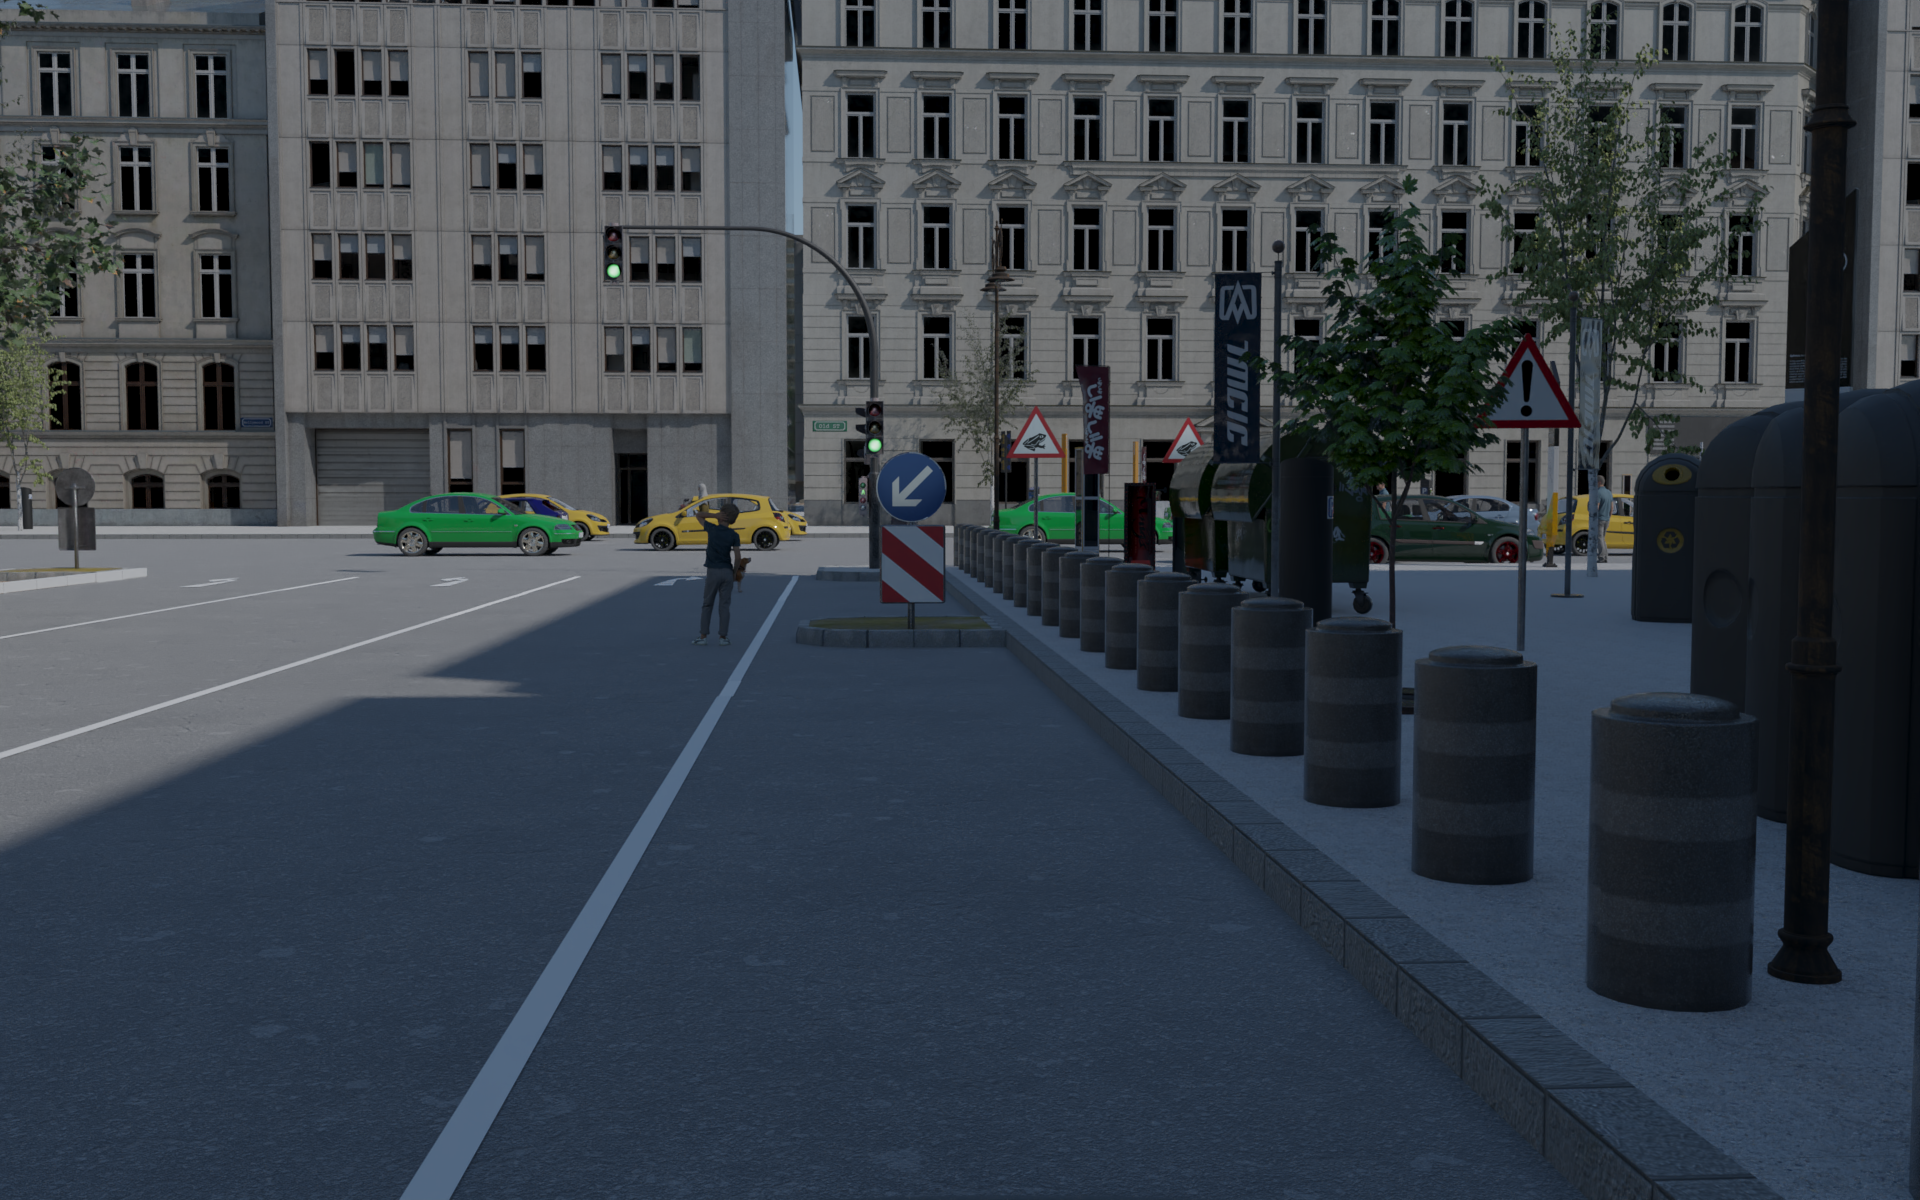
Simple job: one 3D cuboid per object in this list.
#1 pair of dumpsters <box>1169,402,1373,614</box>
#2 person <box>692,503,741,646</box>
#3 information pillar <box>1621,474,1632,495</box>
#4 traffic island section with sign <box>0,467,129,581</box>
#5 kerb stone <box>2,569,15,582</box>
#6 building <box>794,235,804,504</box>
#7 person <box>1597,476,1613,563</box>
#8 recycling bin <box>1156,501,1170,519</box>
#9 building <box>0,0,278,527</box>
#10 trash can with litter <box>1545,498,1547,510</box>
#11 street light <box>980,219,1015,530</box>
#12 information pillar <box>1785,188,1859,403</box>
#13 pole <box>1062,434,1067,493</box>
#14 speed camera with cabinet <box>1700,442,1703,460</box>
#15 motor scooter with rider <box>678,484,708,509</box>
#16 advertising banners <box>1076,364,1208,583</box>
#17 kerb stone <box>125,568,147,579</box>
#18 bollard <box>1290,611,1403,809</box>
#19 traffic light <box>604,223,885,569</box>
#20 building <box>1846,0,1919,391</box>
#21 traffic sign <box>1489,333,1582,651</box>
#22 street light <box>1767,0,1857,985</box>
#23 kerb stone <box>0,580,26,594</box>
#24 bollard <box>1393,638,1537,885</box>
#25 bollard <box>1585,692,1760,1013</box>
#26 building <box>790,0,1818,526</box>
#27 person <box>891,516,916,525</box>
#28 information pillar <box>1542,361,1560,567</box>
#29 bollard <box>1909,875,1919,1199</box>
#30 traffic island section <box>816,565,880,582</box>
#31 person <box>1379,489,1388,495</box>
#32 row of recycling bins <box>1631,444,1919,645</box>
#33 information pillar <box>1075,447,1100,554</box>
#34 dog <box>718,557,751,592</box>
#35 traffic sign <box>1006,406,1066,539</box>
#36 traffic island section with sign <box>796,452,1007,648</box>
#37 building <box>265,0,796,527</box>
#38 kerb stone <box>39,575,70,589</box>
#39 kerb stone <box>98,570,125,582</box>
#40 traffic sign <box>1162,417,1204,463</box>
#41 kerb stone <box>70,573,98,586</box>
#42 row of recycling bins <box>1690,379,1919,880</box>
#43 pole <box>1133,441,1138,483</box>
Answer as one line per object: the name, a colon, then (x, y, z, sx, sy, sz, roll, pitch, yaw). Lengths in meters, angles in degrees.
pair of dumpsters: (3.644, -1.098, 20.445, 1.574, 2.255, 4.437, 0, 4, -4)
person: (-2.314, -0.247, 16.441, 0.435, 1.345, 0.340, -1, 4, -19)
information pillar: (24.897, -3.686, 64.751, 0.304, 2.012, 0.304, 0, 4, 8)
traffic island section with sign: (-15.148, -1.285, 29.153, 2.006, 1.907, 1.989, 0, 4, -4)
kerb stone: (-16.210, -0.434, 29.293, 0.120, 0.150, 1.000, 0, 4, -4)
building: (-15.286, -33.732, 243.391, 23.993, 40.220, 32.217, 0, 4, -4)
person: (12.999, -1.624, 35.184, 0.598, 1.807, 0.434, -2, 4, -27)
recycling bin: (7.267, -2.992, 61.473, 0.722, 1.027, 0.722, 0, 4, 4)
building: (-44.506, -15.497, 72.461, 34.723, 24.649, 14.460, 0, 4, -4)
trash can with litter: (22.747, -3.340, 65.995, 0.624, 1.170, 1.055, 0, 4, -5)
street light: (0.623, -3.464, 29.429, 0.468, 5.910, 1.993, 0, 4, -4)
information pillar: (6.711, -1.356, 13.520, 0.504, 3.616, 0.183, 3, 5, 41)
pole: (3.522, -3.953, 58.476, 0.158, 3.312, 0.155, 0, 3, 0)
speed camera with cabinet: (27.782, -4.361, 65.635, 2.038, 3.252, 0.660, -2, 4, -31)
motor scooter with rider: (-7.782, -2.545, 50.575, 1.986, 1.779, 0.876, 0, 4, -4)
advertising banners: (2.511, -1.693, 23.873, 2.074, 3.025, 0.090, -2, 4, -23)
kerb stone: (-14.122, -0.448, 29.521, 0.120, 0.150, 1.000, 0, 4, -4)
bollard: (1.643, 0.457, 7.238, 0.404, 0.777, 0.398, 0, 3, 0)
traffic light: (-3.575, -3.349, 29.425, 4.771, 5.953, 1.251, 0, 4, -4)
building: (47.012, -15.891, 77.835, 19.932, 24.808, 12.078, 0, 4, -4)
traffic sign: (4.591, -0.863, 14.108, 0.884, 2.594, 0.081, 0, 4, 2)
street light: (2.250, -1.936, 4.436, 0.468, 5.910, 1.993, 0, 4, -4)
kerb stone: (-13.849, -0.197, 25.418, 0.120, 0.150, 1.000, 0, 4, -4)
bollard: (1.735, 0.542, 5.851, 0.404, 0.777, 0.398, 0, 3, 0)
bollard: (1.829, 0.627, 4.459, 0.404, 0.777, 0.398, 0, 3, 0)
building: (14.629, -18.424, 77.644, 44.131, 29.872, 17.030, 0, 4, -4)
person: (-0.860, -1.049, 26.478, 0.431, 1.722, 0.655, 0, 4, 7)
information pillar: (10.358, -2.379, 30.248, 0.183, 3.616, 0.504, 0, 4, 7)
bollard: (1.925, 0.712, 3.075, 0.404, 0.777, 0.398, 0, 3, 0)
traffic island section: (-1.453, -0.461, 29.821, 2.009, 0.180, 2.903, 0, 4, -4)
person: (10.861, -2.206, 44.689, 0.434, 1.807, 0.598, 2, 4, 24)
row of recycling bins: (7.978, -0.570, 16.433, 1.069, 1.692, 3.534, -2, 4, -32)
information pillar: (2.006, -1.394, 27.278, 0.304, 2.012, 0.304, -1, 4, -20)
dog: (-3.374, -0.368, 25.307, 0.540, 0.507, 0.406, -3, 4, -37)
traffic sign: (1.124, -1.569, 25.652, 0.884, 2.594, 0.081, 0, 4, 2)
traffic island section with sign: (-0.612, -0.518, 17.097, 1.989, 1.847, 2.006, 0, 4, -4)
building: (-17.199, -15.637, 73.681, 19.932, 24.808, 12.078, 0, 4, -4)
kerb stone: (-13.919, -0.260, 26.441, 0.120, 0.150, 1.000, 0, 4, -4)
kerb stone: (-14.054, -0.385, 28.497, 0.120, 0.150, 1.000, 0, 4, -4)
traffic sign: (3.876, -1.804, 29.499, 0.884, 2.594, 0.081, 0, 4, 2)
kerb stone: (-13.989, -0.322, 27.464, 0.120, 0.150, 1.000, 0, 4, -4)
row of recycling bins: (3.553, 0.044, 6.398, 1.069, 1.692, 3.534, 0, 4, 7)
pole: (6.808, -4.487, 67.213, 0.158, 3.312, 0.155, 0, 3, 0)
